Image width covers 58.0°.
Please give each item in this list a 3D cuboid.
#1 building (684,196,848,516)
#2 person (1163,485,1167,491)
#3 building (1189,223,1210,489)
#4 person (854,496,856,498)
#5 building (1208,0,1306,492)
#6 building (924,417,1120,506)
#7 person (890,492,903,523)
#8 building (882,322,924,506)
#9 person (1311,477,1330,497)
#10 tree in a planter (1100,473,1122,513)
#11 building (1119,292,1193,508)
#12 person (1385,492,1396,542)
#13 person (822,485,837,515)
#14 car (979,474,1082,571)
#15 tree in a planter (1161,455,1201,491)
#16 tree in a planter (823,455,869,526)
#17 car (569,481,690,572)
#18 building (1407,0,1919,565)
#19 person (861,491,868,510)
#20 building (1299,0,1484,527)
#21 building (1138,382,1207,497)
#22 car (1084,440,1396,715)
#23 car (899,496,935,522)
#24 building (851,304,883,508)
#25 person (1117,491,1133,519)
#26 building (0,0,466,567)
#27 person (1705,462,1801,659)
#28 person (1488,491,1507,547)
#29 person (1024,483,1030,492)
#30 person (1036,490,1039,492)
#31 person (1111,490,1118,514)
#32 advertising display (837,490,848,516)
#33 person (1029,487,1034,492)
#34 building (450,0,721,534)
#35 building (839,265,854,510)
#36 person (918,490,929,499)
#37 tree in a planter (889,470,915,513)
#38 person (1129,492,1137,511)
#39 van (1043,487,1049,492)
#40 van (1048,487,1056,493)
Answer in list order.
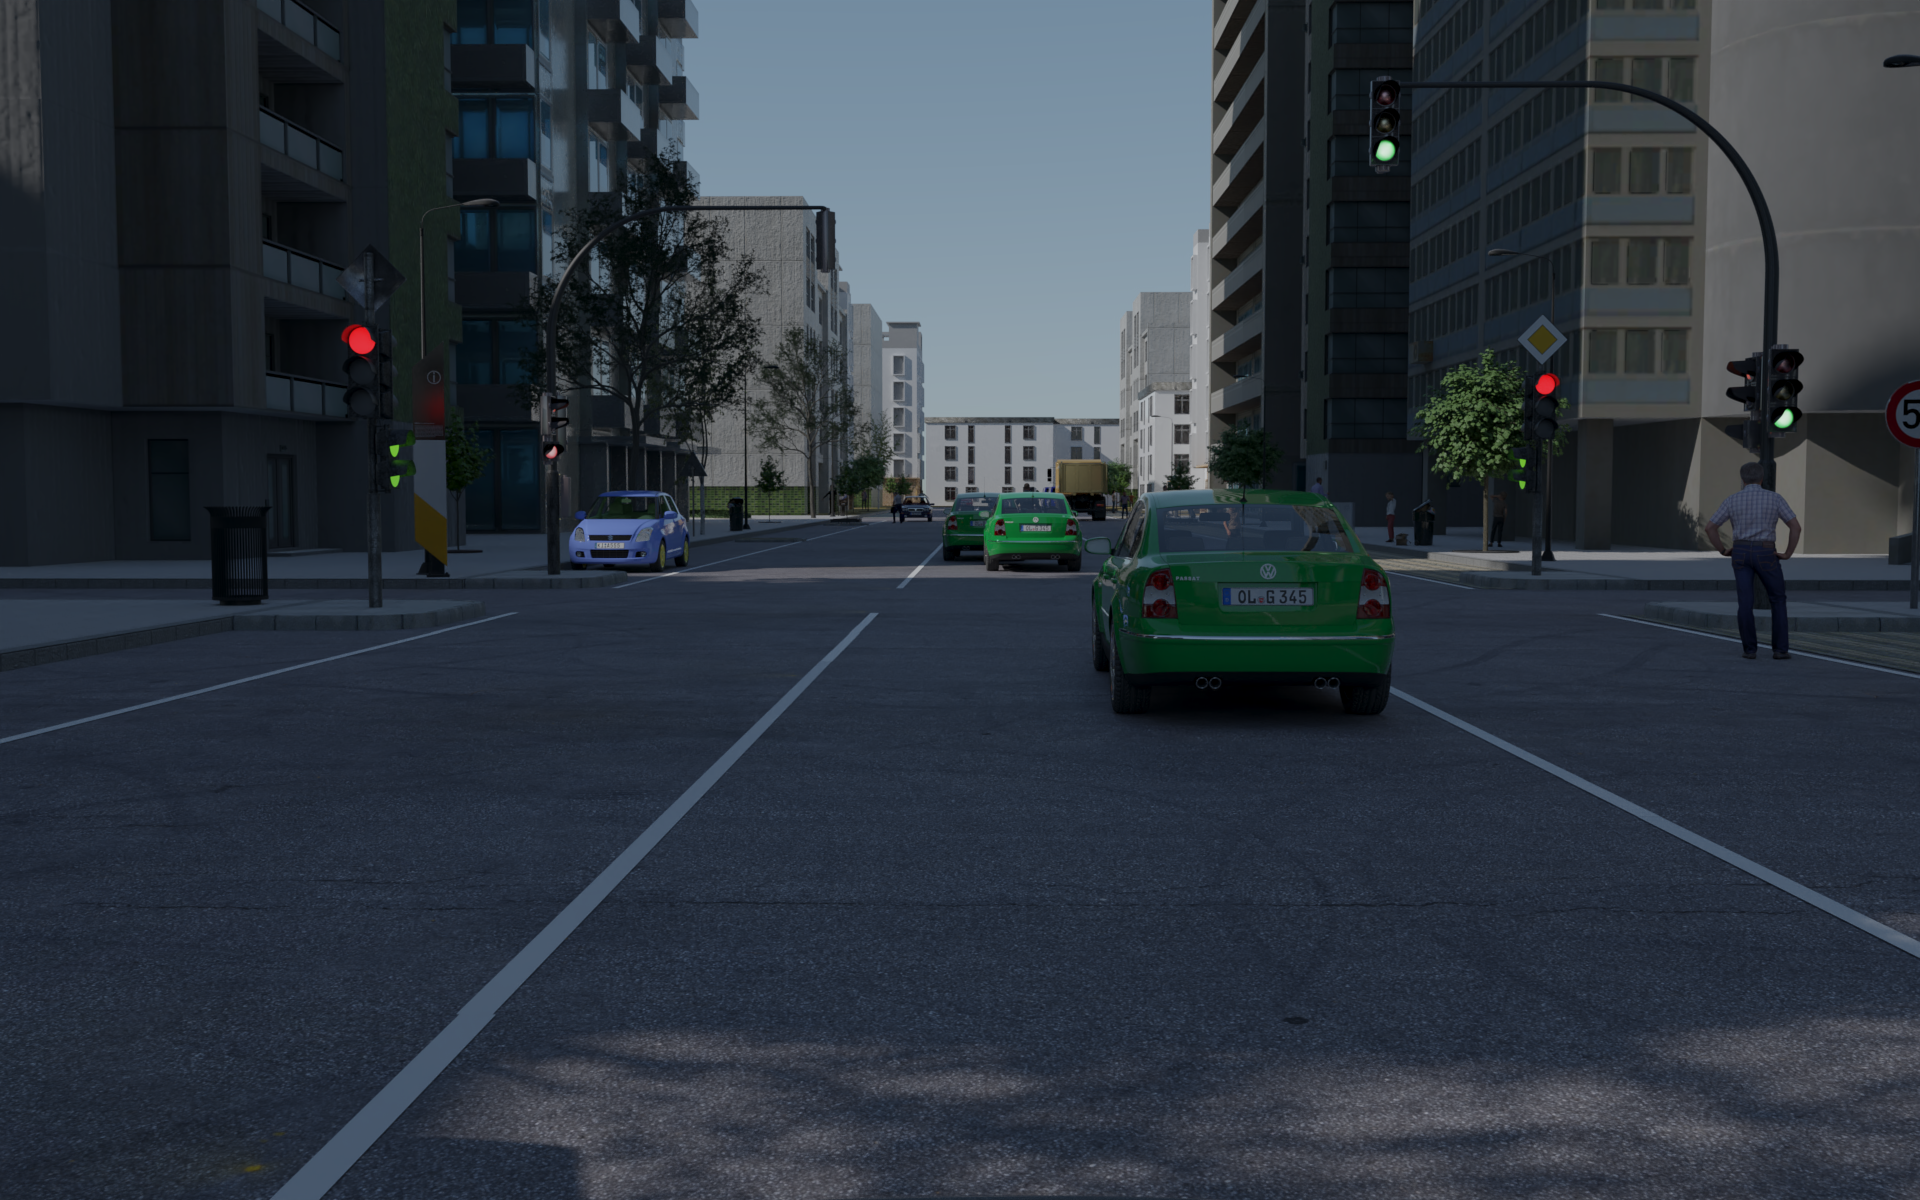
[{"bbox_3d":[-17.376,-15.440,118.907,16.747,18.905,31.486,0,4,1],"label":"building"},{"bbox_3d":[8.746,-4.014,74.264,0.598,1.807,0.434,-1,4,-16],"label":"person"},{"bbox_3d":[22.744,-15.446,108.962,16.016,20.091,11.380,0,4,1],"label":"building"},{"bbox_3d":[-9.777,-8.928,152.102,1.348,1.812,0.705,2,4,26],"label":"person"},{"bbox_3d":[25.140,-28.558,90.617,21.300,48.544,21.600,0,4,1],"label":"building"},{"bbox_3d":[10.251,-15.344,193.029,28.070,9.664,9.099,0,4,1],"label":"building"},{"bbox_3d":[-3.106,-4.527,84.733,0.590,1.554,0.614,3,4,38],"label":"person"},{"bbox_3d":[-9.993,-20.804,196.561,11.380,20.091,16.016,0,4,1],"label":"building"},{"bbox_3d":[11.921,-3.137,57.207,0.599,1.838,0.709,-2,4,-30],"label":"person"},{"bbox_3d":[11.011,-8.061,129.017,1.991,3.239,1.994,0,4,1],"label":"tree in a planter"},{"bbox_3d":[24.286,-17.954,160.007,16.747,18.905,31.486,0,4,1],"label":"building"},{"bbox_3d":[11.436,-2.210,46.088,0.340,1.345,0.435,-1,4,-8],"label":"person"},{"bbox_3d":[-7.858,-6.150,106.234,1.348,1.869,0.705,2,4,29],"label":"person"},{"bbox_3d":[1.358,-1.516,33.575,1.959,1.807,4.718,0,4,0],"label":"car"},{"bbox_3d":[10.074,-5.007,79.084,1.991,3.239,1.994,0,4,1],"label":"tree in a planter"},{"bbox_3d":[-5.185,-5.020,79.307,1.991,3.239,1.994,0,4,1],"label":"tree in a planter"},{"bbox_3d":[-6.262,-1.429,32.955,1.945,1.707,3.694,0,4,1],"label":"car"},{"bbox_3d":[25.626,-21.540,44.055,23.993,40.220,32.217,0,4,1],"label":"building"},{"bbox_3d":[-7.858,-8.343,142.979,0.617,1.759,0.750,-1,4,-17],"label":"person"},{"bbox_3d":[21.492,-18.453,73.403,14.160,30.474,14.107,0,4,1],"label":"building"},{"bbox_3d":[19.013,-11.479,129.823,9.099,9.664,28.070,0,4,1],"label":"building"},{"bbox_3d":[1.913,-0.235,12.634,1.959,1.807,4.718,0,4,2],"label":"car"},{"bbox_3d":[-2.303,-4.782,90.768,1.945,1.354,3.894,0,4,-1],"label":"car"},{"bbox_3d":[-23.852,-18.540,169.589,31.486,18.905,16.747,0,4,1],"label":"building"},{"bbox_3d":[9.451,-5.441,99.414,0.963,1.587,0.435,0,4,-2],"label":"person"},{"bbox_3d":[-19.485,-21.512,35.312,14.154,41.232,14.086,0,4,1],"label":"building"},{"bbox_3d":[6.934,-0.347,15.106,0.756,1.711,0.436,3,4,38],"label":"person"},{"bbox_3d":[13.021,-1.958,41.974,0.435,1.345,0.340,1,4,9],"label":"person"},{"bbox_3d":[1.970,-2.573,51.114,0.990,1.755,0.434,1,4,23],"label":"person"},{"bbox_3d":[5.548,-7.133,125.918,0.721,1.735,1.217,3,4,37],"label":"person"},{"bbox_3d":[11.335,-7.194,126.840,0.721,1.735,1.217,1,4,19],"label":"person"},{"bbox_3d":[-6.831,-5.845,100.771,0.123,1.923,0.974,2,4,30],"label":"advertising display"},{"bbox_3d":[2.983,-3.874,72.512,0.621,1.740,0.551,-2,4,-23],"label":"person"},{"bbox_3d":[-22.563,-27.355,66.864,23.786,49.044,30.456,0,4,1],"label":"building"},{"bbox_3d":[-16.546,-17.360,140.251,16.016,20.091,11.380,0,4,1],"label":"building"},{"bbox_3d":[-3.649,-9.756,168.097,1.350,1.814,0.705,0,4,-6],"label":"person"},{"bbox_3d":[-4.251,-8.078,129.293,1.991,3.239,1.994,0,4,1],"label":"tree in a planter"},{"bbox_3d":[13.224,-7.614,133.796,1.065,1.426,0.557,-1,4,-11],"label":"person"},{"bbox_3d":[8.108,-8.959,150.862,2.240,2.365,5.245,0,4,0],"label":"van"},{"bbox_3d":[8.118,-8.380,141.389,2.240,2.365,5.245,0,3,0],"label":"van"}]
